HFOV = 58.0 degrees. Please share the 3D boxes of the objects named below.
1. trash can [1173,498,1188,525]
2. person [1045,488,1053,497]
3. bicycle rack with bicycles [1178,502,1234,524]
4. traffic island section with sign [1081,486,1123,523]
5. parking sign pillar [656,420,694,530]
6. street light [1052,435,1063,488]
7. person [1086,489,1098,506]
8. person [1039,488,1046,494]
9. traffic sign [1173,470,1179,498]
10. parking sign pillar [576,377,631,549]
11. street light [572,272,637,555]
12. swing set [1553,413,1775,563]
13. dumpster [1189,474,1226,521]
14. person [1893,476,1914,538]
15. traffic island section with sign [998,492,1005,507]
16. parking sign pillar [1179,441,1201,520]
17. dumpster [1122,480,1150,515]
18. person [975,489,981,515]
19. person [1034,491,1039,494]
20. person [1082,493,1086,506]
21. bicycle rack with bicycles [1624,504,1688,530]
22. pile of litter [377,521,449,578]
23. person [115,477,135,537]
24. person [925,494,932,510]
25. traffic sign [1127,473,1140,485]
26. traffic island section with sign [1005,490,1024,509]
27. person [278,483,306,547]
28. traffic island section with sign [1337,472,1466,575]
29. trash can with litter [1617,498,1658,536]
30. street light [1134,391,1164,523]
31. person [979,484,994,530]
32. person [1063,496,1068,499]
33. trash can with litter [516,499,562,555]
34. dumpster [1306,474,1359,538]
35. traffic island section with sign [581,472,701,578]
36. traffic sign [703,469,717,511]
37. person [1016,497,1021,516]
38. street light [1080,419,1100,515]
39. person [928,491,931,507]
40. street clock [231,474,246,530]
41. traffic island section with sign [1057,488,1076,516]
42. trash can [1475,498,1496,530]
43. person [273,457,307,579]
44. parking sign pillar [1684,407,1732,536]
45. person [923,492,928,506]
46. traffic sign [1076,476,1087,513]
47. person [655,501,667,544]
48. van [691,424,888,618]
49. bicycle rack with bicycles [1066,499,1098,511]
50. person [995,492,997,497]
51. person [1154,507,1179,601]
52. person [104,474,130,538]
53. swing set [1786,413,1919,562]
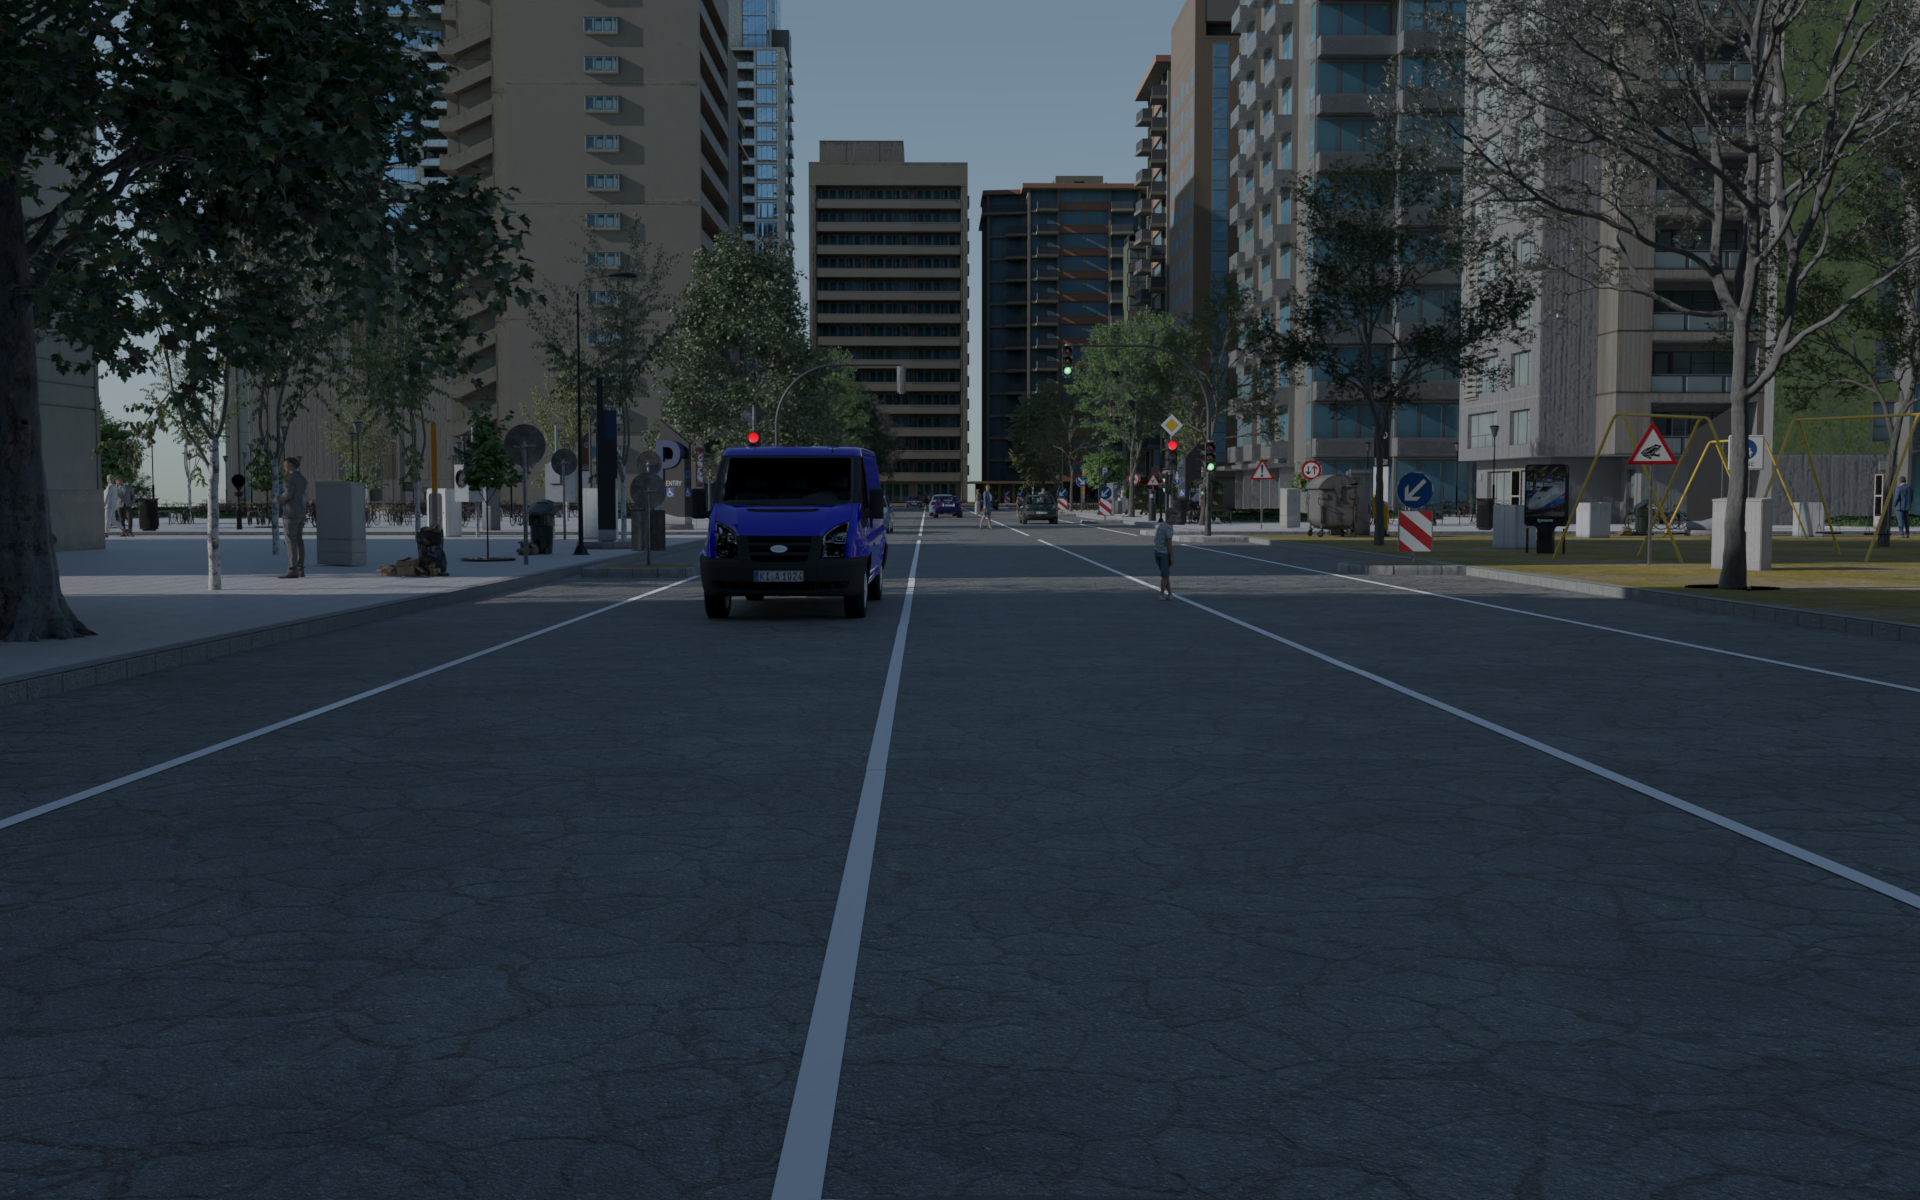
[{"bbox_3d":[9.106,-3.684,71.895,0.748,1.137,0.748,0,3,0],"label":"trash can"},{"bbox_3d":[7.882,-9.260,157.461,1.348,1.823,0.705,1,4,11],"label":"person"},{"bbox_3d":[10.430,-3.725,74.285,2.925,0.926,2.852,0,4,2],"label":"bicycle rack with bicycles"},{"bbox_3d":[6.986,-4.702,85.499,1.989,1.847,2.006,0,4,-1],"label":"traffic island section with sign"},{"bbox_3d":[-10.326,-4.520,62.379,1.447,3.967,1.447,2,4,27],"label":"parking sign pillar"},{"bbox_3d":[7.496,-9.969,135.539,1.470,5.913,1.316,0,4,-1],"label":"street light"},{"bbox_3d":[13.326,-10.309,174.612,1.348,1.822,0.705,1,4,23],"label":"person"},{"bbox_3d":[5.189,-6.146,109.085,0.635,1.810,0.391,-2,4,-31],"label":"person"},{"bbox_3d":[11.477,-5.552,90.874,0.768,2.556,0.104,0,4,6],"label":"traffic sign"},{"bbox_3d":[-8.325,-3.197,40.742,1.447,3.967,1.447,-1,4,-12],"label":"parking sign pillar"},{"bbox_3d":[-7.452,-3.903,36.358,1.470,5.913,1.316,0,4,-1],"label":"street light"},{"bbox_3d":[13.698,-2.227,34.029,3.119,2.851,2.862,-2,4,-35],"label":"swing set"},{"bbox_3d":[11.664,-4.834,81.526,1.502,2.255,1.985,0,4,-1],"label":"dumpster"},{"bbox_3d":[27.390,-2.694,50.274,0.721,1.800,0.419,-1,4,-19],"label":"person"},{"bbox_3d":[5.039,-11.114,190.339,1.989,1.847,2.006,0,4,-1],"label":"traffic island section with sign"},{"bbox_3d":[11.525,-6.023,86.950,1.447,3.967,1.447,3,5,43],"label":"parking sign pillar"},{"bbox_3d":[10.792,-6.343,106.207,1.502,2.255,1.985,0,4,-1],"label":"dumpster"},{"bbox_3d":[1.179,-6.583,116.686,0.362,1.759,0.519,2,4,33],"label":"person"},{"bbox_3d":[8.795,-11.829,199.459,1.348,1.823,0.705,2,4,24],"label":"person"},{"bbox_3d":[12.817,-10.536,179.226,0.541,1.710,0.530,2,4,27],"label":"person"},{"bbox_3d":[25.535,-3.029,62.899,2.925,0.926,2.852,1,4,15],"label":"bicycle rack with bicycles"},{"bbox_3d":[-8.583,-0.811,27.232,1.176,0.858,1.719,0,4,-3],"label":"pile of litter"},{"bbox_3d":[-25.133,-2.806,52.105,0.592,1.802,0.473,0,4,-6],"label":"person"},{"bbox_3d":[-2.821,-8.984,158.579,0.799,1.438,0.628,1,4,21],"label":"person"},{"bbox_3d":[10.190,-6.217,101.754,0.768,2.556,0.104,0,4,4],"label":"traffic sign"},{"bbox_3d":[5.551,-9.457,163.248,1.989,1.847,2.006,0,4,-1],"label":"traffic island section with sign"},{"bbox_3d":[-15.759,-2.127,40.680,0.638,1.841,0.748,1,4,14],"label":"person"},{"bbox_3d":[7.986,-1.408,31.643,1.989,1.847,2.006,0,4,-1],"label":"traffic island section with sign"},{"bbox_3d":[20.648,-2.533,52.801,1.055,1.170,0.624,0,4,-7],"label":"trash can with litter"},{"bbox_3d":[8.540,-6.456,78.094,1.470,5.913,1.316,0,4,-1],"label":"street light"},{"bbox_3d":[1.072,-3.733,69.554,0.581,1.822,0.654,-3,5,-44],"label":"person"},{"bbox_3d":[12.740,-12.591,211.926,0.705,1.821,1.348,3,5,44],"label":"person"},{"bbox_3d":[-8.929,-1.546,36.658,0.624,1.170,1.055,1,4,15],"label":"trash can with litter"},{"bbox_3d":[11.147,-2.817,51.817,1.264,1.857,1.865,0,4,-1],"label":"dumpster"},{"bbox_3d":[-5.527,-1.346,30.638,1.989,1.847,2.006,0,4,-1],"label":"traffic island section with sign"},{"bbox_3d":[-12.370,-5.216,85.383,0.768,2.556,0.104,0,4,4],"label":"traffic sign"},{"bbox_3d":[3.929,-6.259,115.509,0.373,1.253,0.362,3,4,37],"label":"person"},{"bbox_3d":[8.054,-8.213,106.817,1.470,5.913,1.316,0,4,-1],"label":"street light"},{"bbox_3d":[-3.466,-11.562,197.626,0.705,1.814,1.350,1,4,13],"label":"person"},{"bbox_3d":[-25.995,-3.538,62.420,0.471,2.002,0.358,-2,4,-27],"label":"street clock"},{"bbox_3d":[6.478,-6.350,112.450,1.989,1.847,2.006,0,4,-1],"label":"traffic island section with sign"},{"bbox_3d":[18.639,-3.046,61.450,0.748,1.137,0.748,0,3,0],"label":"trash can"},{"bbox_3d":[-10.270,-1.263,26.501,0.447,1.846,0.655,0,3,0],"label":"person"},{"bbox_3d":[22.999,-3.949,53.034,1.447,3.967,1.447,2,4,29],"label":"parking sign pillar"},{"bbox_3d":[-4.189,-12.099,207.046,1.217,1.743,0.721,2,4,28],"label":"person"},{"bbox_3d":[8.450,-7.361,120.461,0.768,2.556,0.104,0,4,2],"label":"traffic sign"},{"bbox_3d":[-7.682,-2.054,44.308,0.352,1.250,0.332,3,5,41],"label":"person"},{"bbox_3d":[-1.996,-1.065,21.803,2.240,2.365,5.245,0,4,0],"label":"van"},{"bbox_3d":[9.386,-7.306,132.840,2.852,0.926,2.925,-1,4,-20],"label":"bicycle rack with bicycles"},{"bbox_3d":[3.988,-11.148,191.694,0.530,1.710,0.541,1,4,14],"label":"person"},{"bbox_3d":[2.779,-0.624,23.379,0.352,1.250,0.332,1,4,15],"label":"person"},{"bbox_3d":[-24.258,-2.673,49.629,0.818,1.842,0.514,-2,4,-29],"label":"person"},{"bbox_3d":[17.952,-2.260,34.564,2.862,2.851,3.119,-2,4,-24],"label":"swing set"}]
